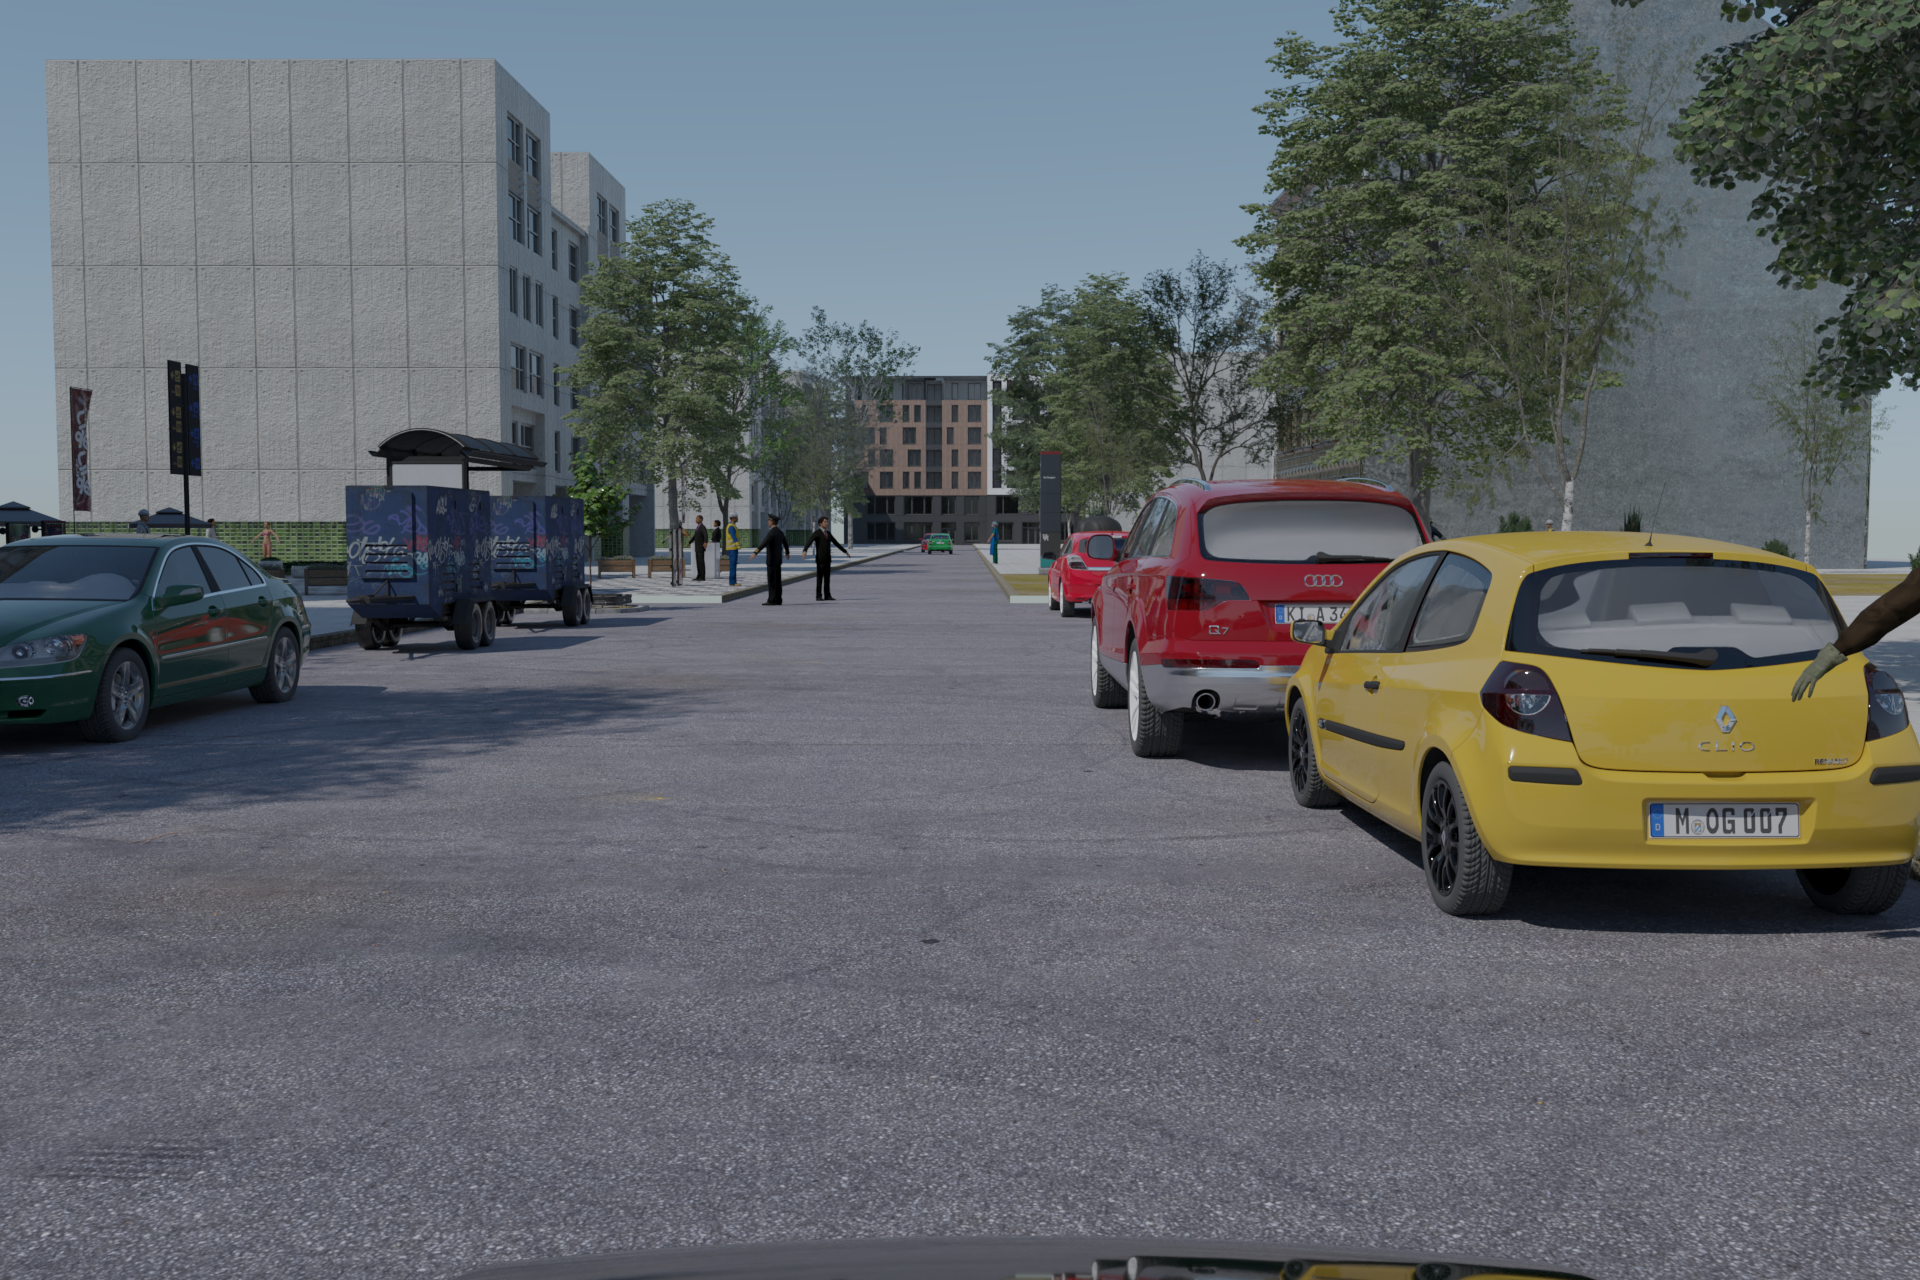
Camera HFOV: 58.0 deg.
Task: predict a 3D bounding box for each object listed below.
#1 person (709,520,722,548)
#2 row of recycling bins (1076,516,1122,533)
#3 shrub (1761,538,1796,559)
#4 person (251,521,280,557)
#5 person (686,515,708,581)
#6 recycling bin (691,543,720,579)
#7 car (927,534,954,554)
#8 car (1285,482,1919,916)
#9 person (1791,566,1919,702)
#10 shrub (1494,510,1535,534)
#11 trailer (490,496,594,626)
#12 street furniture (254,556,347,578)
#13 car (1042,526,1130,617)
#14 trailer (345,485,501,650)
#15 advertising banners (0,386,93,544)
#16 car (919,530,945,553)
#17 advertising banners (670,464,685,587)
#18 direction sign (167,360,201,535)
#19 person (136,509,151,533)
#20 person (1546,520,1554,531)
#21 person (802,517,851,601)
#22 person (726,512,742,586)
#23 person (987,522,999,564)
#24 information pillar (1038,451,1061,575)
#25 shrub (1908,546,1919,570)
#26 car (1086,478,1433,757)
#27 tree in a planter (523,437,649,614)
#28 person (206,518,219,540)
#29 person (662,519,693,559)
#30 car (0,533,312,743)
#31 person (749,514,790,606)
[{"bbox_3d":[-7.880,-2.988,55.575,0.721,1.740,1.216,0,4,6],"label":"person"},{"bbox_3d":[3.188,-2.035,40.393,1.069,1.692,3.534,0,4,1],"label":"row of recycling bins"},{"bbox_3d":[21.763,-2.147,46.224,1.383,1.207,1.383,0,3,0],"label":"shrub"},{"bbox_3d":[-24.633,-3.344,61.475,1.217,1.733,0.721,1,4,16],"label":"person"},{"bbox_3d":[-7.126,-2.512,47.303,0.704,1.802,1.346,-2,4,-30],"label":"person"},{"bbox_3d":[-7.284,-2.265,49.592,0.722,1.027,0.722,0,4,2],"label":"recycling bin"},{"bbox_3d":[-1.402,-6.983,122.966,1.959,1.807,4.718,0,4,-1],"label":"car"},{"bbox_3d":[2.633,0.140,7.941,2.015,1.641,3.980,0,4,-1],"label":"car"},{"bbox_3d":[3.334,0.191,5.469,1.346,1.812,0.704,0,4,-2],"label":"person"},{"bbox_3d":[17.567,-3.106,54.824,1.661,2.075,1.752,0,3,0],"label":"shrub"},{"bbox_3d":[-6.620,-1.185,26.426,1.471,1.999,3.904,0,4,0],"label":"trailer"},{"bbox_3d":[-18.245,-2.287,53.012,10.072,0.657,5.734,-2,4,-24],"label":"street furniture"},{"bbox_3d":[2.590,-1.360,31.272,2.155,1.783,4.494,0,4,-1],"label":"car"},{"bbox_3d":[-6.702,-0.855,21.024,1.471,1.999,3.904,0,4,0],"label":"trailer"},{"bbox_3d":[-10.514,-1.459,20.046,0.090,3.025,2.074,0,4,0],"label":"advertising banners"},{"bbox_3d":[-2.089,-7.668,134.415,2.155,1.783,4.494,0,4,0],"label":"car"},{"bbox_3d":[-6.993,-2.867,43.056,0.090,3.025,2.074,0,4,1],"label":"advertising banners"},{"bbox_3d":[-10.274,-1.897,23.010,0.379,3.537,0.876,0,4,0],"label":"direction sign"},{"bbox_3d":[-18.455,-2.043,39.262,0.705,1.847,1.347,-1,4,-13],"label":"person"},{"bbox_3d":[19.865,-3.191,58.644,0.721,1.772,1.216,-1,4,-11],"label":"person"},{"bbox_3d":[-2.913,-1.748,37.216,0.705,1.806,1.347,3,5,45],"label":"person"},{"bbox_3d":[-5.551,-2.244,42.658,0.705,1.833,1.349,-1,4,-11],"label":"person"},{"bbox_3d":[1.453,-4.140,73.817,0.704,1.817,1.347,1,4,17],"label":"person"},{"bbox_3d":[2.850,-3.985,54.533,0.750,3.857,0.750,0,4,0],"label":"information pillar"},{"bbox_3d":[24.265,-1.968,43.294,1.383,1.207,1.383,0,3,0],"label":"shrub"},{"bbox_3d":[2.112,-0.245,12.673,2.281,1.827,5.304,0,4,0],"label":"car"},{"bbox_3d":[-6.854,-2.129,32.039,1.991,3.239,1.994,0,4,1],"label":"tree in a planter"},{"bbox_3d":[-24.970,-3.161,57.871,0.705,1.806,1.347,-1,4,-9],"label":"person"},{"bbox_3d":[-10.775,-3.701,66.283,1.354,1.858,0.705,2,4,23],"label":"person"},{"bbox_3d":[-6.643,-0.098,13.400,2.131,1.459,4.920,0,3,0],"label":"car"},{"bbox_3d":[-3.756,-1.612,34.750,0.705,1.837,1.347,2,4,28],"label":"person"}]
